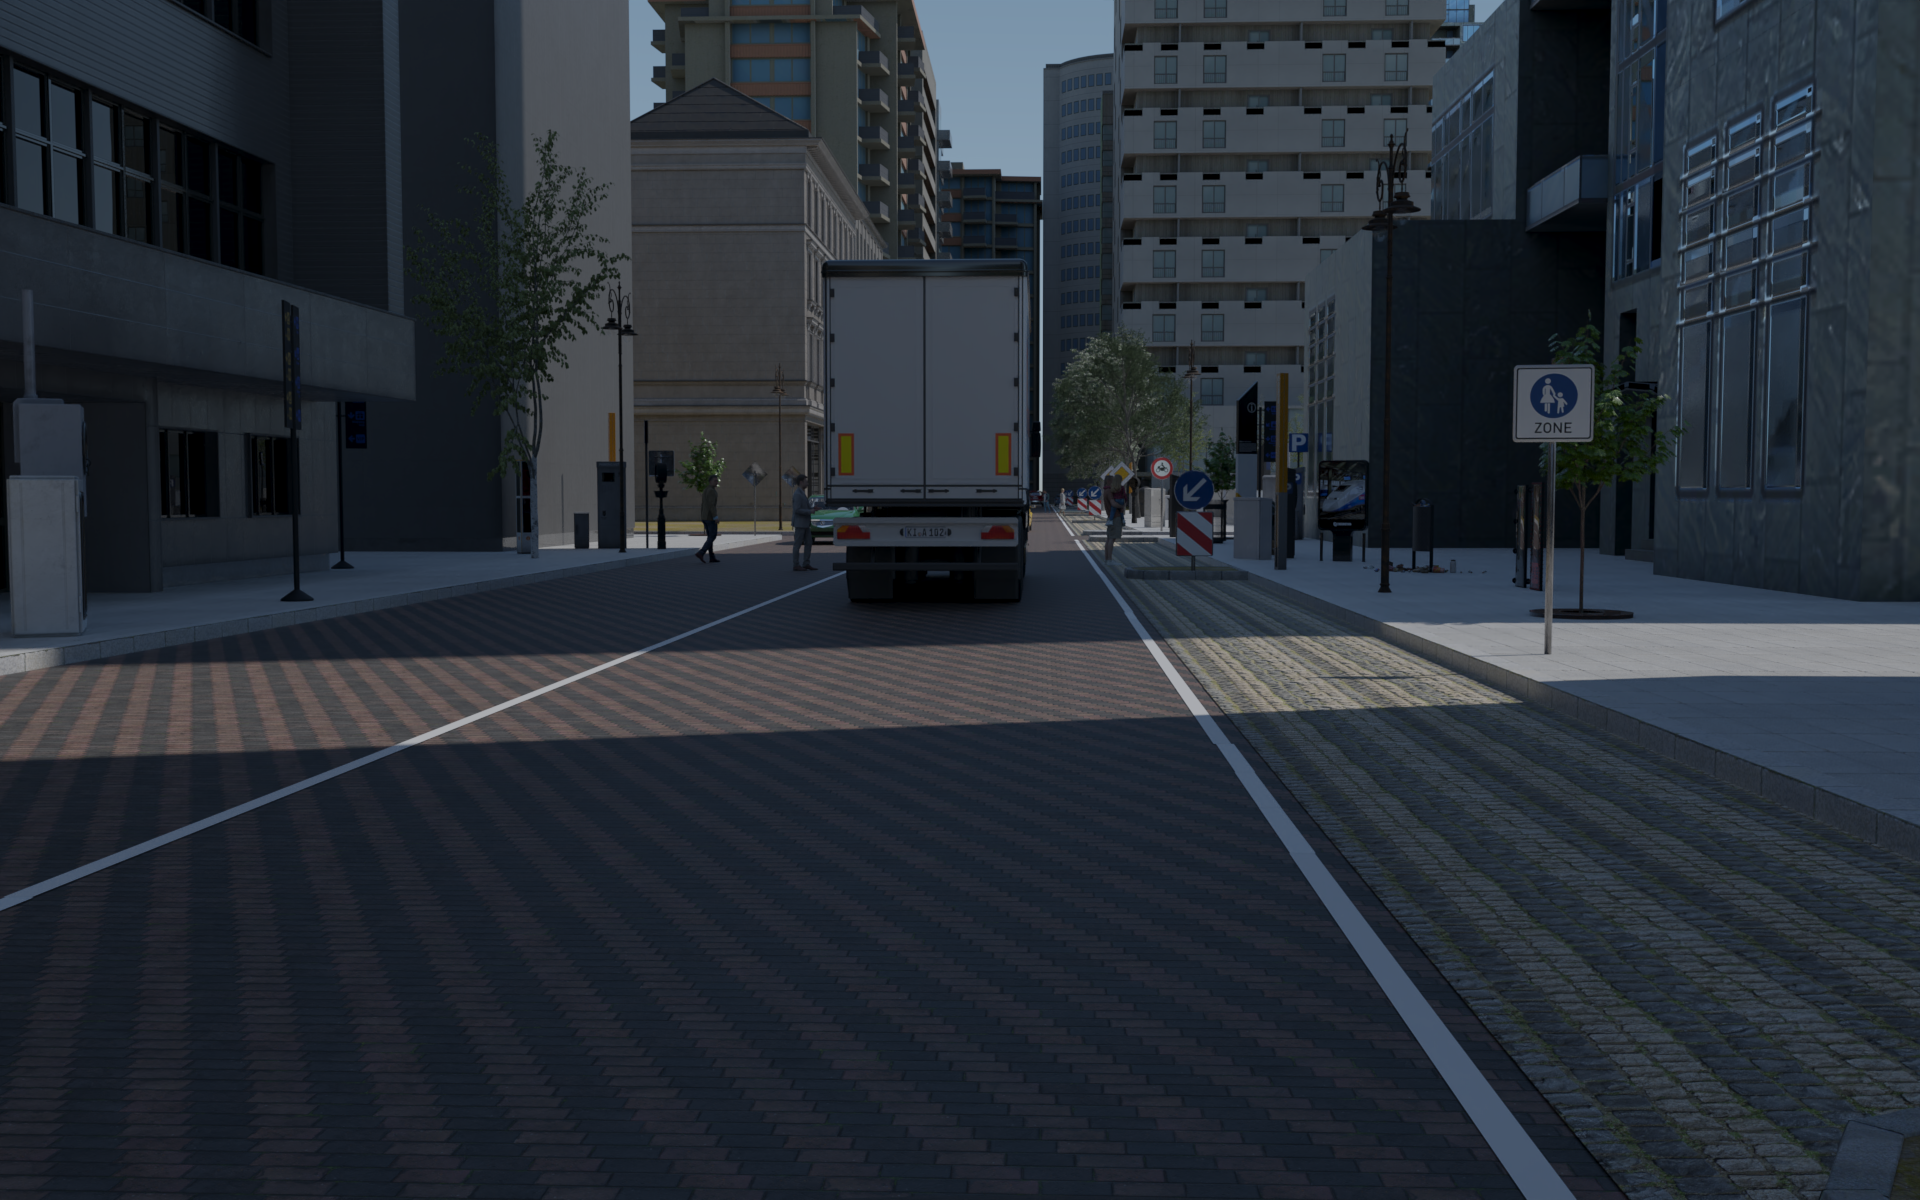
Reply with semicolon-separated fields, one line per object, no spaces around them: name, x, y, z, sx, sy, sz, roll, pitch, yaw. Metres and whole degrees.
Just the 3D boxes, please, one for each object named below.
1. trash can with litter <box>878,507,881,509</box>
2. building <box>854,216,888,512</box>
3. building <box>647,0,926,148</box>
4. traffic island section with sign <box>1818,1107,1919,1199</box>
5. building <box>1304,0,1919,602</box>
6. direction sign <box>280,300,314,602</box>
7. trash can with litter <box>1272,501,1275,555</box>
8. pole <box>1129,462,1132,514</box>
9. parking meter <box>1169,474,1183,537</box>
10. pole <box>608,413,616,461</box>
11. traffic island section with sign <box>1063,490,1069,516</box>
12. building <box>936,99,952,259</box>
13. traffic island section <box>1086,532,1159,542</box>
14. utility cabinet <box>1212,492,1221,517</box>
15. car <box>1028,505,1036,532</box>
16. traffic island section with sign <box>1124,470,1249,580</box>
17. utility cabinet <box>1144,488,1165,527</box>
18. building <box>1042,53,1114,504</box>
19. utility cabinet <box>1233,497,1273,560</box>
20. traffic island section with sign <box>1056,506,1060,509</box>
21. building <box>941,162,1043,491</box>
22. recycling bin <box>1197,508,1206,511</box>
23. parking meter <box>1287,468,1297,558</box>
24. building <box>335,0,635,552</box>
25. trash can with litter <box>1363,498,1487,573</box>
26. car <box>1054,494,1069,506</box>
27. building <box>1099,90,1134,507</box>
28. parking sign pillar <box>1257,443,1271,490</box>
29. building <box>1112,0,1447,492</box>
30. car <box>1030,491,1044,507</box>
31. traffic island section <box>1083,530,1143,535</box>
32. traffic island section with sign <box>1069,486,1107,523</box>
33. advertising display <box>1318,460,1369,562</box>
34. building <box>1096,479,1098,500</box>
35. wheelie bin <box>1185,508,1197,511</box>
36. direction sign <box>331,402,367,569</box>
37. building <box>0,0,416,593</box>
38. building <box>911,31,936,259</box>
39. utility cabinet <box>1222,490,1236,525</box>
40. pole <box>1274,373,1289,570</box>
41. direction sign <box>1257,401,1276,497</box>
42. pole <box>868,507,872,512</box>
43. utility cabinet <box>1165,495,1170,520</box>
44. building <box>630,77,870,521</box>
trash can with litter;-4.581;-5.291;97.893;0.624;1.170;1.055;0;4;5
building;-10.371;-16.100;112.381;9.793;20.994;18.267;0;4;3
building;-14.485;-30.333;150.575;22.147;44.769;28.867;0;4;3
traffic island section with sign;2.537;0.365;2.665;1.989;1.847;2.006;0;4;3
building;20.598;-44.056;32.991;22.319;86.520;31.000;0;4;3
direction sign;-7.962;-1.755;20.698;0.379;3.537;0.876;-1;4;-10
trash can with litter;6.671;-1.550;36.723;0.624;1.170;1.055;-1;4;-14
pole;10.953;-7.179;111.218;0.158;3.312;0.155;0;3;0
parking meter;6.419;-2.785;51.254;0.399;1.863;0.255;-1;4;-12
pole;-8.731;-3.037;43.502;0.158;3.312;0.155;0;3;0
traffic island section with sign;7.777;-6.325;112.041;1.989;1.847;2.006;0;4;3
building;-16.348;-35.531;200.533;30.456;49.044;23.786;0;4;3
traffic island section;4.923;-1.853;52.570;2.009;0.180;2.903;0;4;3
utility cabinet;14.058;-5.240;94.349;1.173;1.500;0.318;1;4;18
car;1.889;-3.460;66.791;2.015;1.641;3.980;0;4;4
traffic island section with sign;3.826;-1.282;29.589;1.989;1.847;2.006;0;4;3
utility cabinet;7.479;-3.529;66.375;0.318;1.500;1.173;2;4;34
building;25.042;-42.006;228.793;28.212;58.520;21.231;0;4;3
utility cabinet;5.775;-1.406;34.156;0.306;1.237;1.020;-1;4;-21
traffic island section with sign;10.189;-9.407;162.435;1.989;1.847;2.006;0;4;3
building;-3.428;-35.273;231.340;28.867;44.769;22.147;0;4;3
recycling bin;10.850;-4.072;79.137;0.722;1.027;0.722;0;4;6
parking meter;6.524;-1.769;34.642;0.399;1.863;0.255;0;4;-2
building;-21.680;-15.391;45.154;24.014;27.812;14.314;0;4;3
trash can with litter;7.578;-1.088;28.843;1.678;1.210;2.233;-1;4;-19
car;11.921;-11.679;202.950;2.014;1.417;4.499;0;4;3
building;21.391;-30.281;178.695;14.154;41.232;14.086;0;4;3
parking sign pillar;15.778;-6.268;90.950;1.447;3.967;1.447;-1;4;-22
building;27.778;-34.717;156.863;28.713;52.752;27.495;0;4;3
car;8.636;-11.564;197.746;2.281;1.827;5.304;0;4;3
traffic island section;5.305;-2.340;60.546;2.009;0.180;2.903;0;4;3
traffic island section with sign;6.502;-4.678;85.115;1.989;1.847;2.006;0;4;3
advertising display;7.277;-1.693;32.896;0.974;1.923;0.123;2;4;34
building;31.834;-30.910;197.253;32.217;40.220;23.993;0;4;3
wheelie bin;17.874;-7.752;134.659;0.693;1.594;0.980;-2;4;-29
direction sign;-10.621;-2.305;29.691;0.876;3.537;0.379;-1;4;-22
building;-16.644;-11.910;13.792;14.314;24.678;30.058;0;4;3
building;-13.682;-33.772;175.870;21.300;48.544;21.600;0;4;3
utility cabinet;11.209;-3.766;70.246;0.318;1.500;1.173;-2;4;-24
pole;5.433;-2.167;29.267;0.158;3.312;0.155;0;3;0
direction sign;7.324;-3.078;42.324;0.876;3.537;0.379;1;4;10
pole;-5.122;-6.393;98.369;0.158;3.312;0.155;0;3;0
utility cabinet;10.021;-4.513;84.947;1.020;1.237;0.306;-1;4;-21
building;-11.515;-14.132;81.970;10.553;20.767;40.483;0;4;3
